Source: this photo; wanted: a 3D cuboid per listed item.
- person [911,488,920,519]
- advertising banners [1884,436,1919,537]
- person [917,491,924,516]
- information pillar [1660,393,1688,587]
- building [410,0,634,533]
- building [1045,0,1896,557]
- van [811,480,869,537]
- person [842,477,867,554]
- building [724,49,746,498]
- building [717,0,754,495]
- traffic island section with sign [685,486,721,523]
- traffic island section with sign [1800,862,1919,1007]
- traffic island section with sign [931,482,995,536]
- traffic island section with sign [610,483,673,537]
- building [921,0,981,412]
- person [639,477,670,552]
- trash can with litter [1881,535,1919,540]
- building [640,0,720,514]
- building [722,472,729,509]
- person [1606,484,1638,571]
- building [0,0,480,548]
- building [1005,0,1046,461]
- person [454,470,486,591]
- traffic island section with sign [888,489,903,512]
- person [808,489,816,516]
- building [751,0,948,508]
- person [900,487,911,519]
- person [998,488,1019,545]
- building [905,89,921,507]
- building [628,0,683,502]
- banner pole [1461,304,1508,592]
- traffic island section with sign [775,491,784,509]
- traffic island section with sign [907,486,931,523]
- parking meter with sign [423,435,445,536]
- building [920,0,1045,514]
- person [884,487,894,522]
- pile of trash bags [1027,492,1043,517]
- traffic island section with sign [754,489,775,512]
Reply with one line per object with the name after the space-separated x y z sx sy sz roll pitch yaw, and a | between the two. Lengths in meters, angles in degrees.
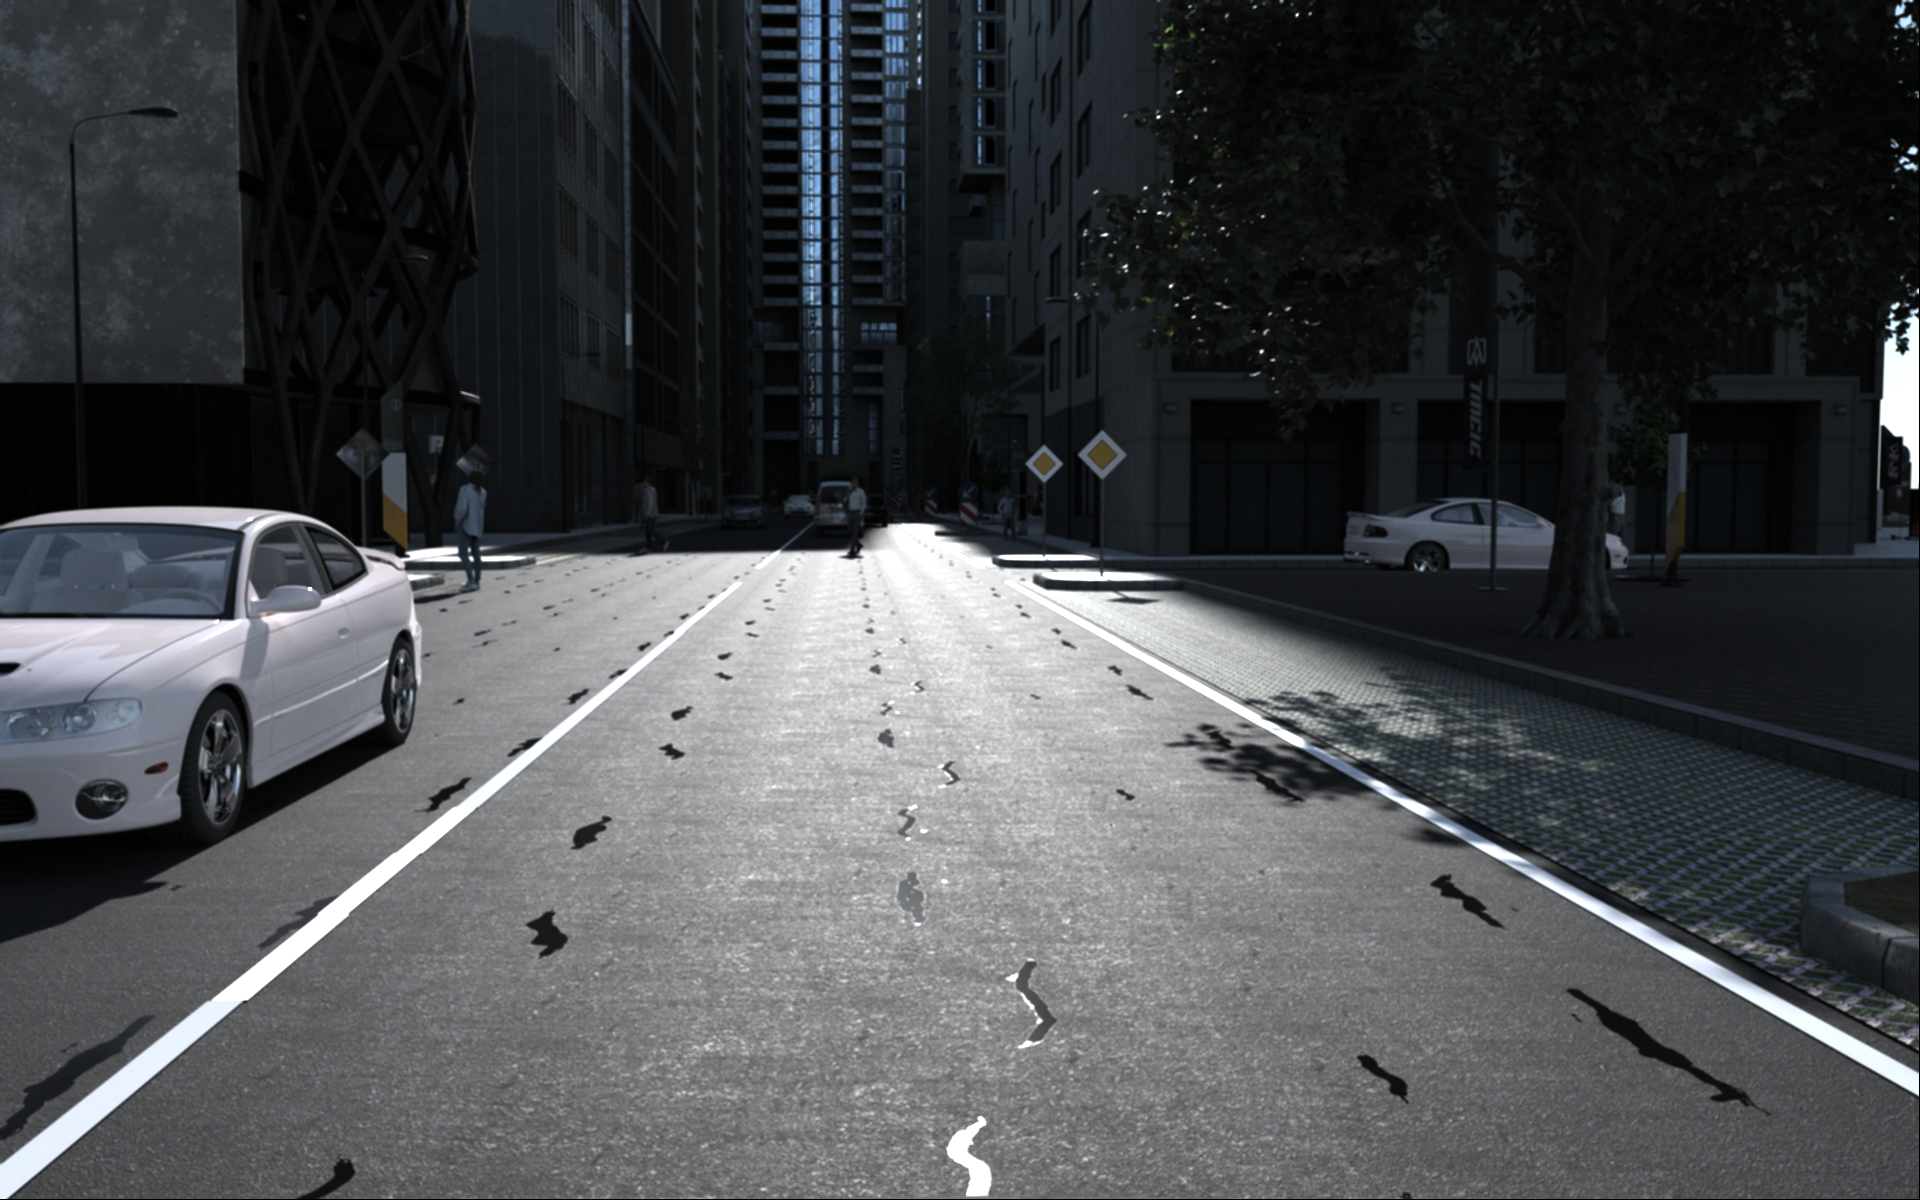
-2.389 -5.338 96.021 0.529 1.795 0.600 -2 4 -34 | person
28.789 -3.409 51.918 0.090 3.025 2.074 -3 5 -45 | advertising banners
-2.594 -6.177 110.956 0.593 1.643 0.415 -1 4 -11 | person
9.858 -1.985 23.816 0.183 3.616 0.504 0 4 3 | information pillar
-19.751 -15.136 65.504 12.078 24.808 19.932 0 4 -4 | building
13.507 -37.042 43.882 20.611 71.187 20.563 0 4 -4 | building
-4.101 -3.178 58.967 2.013 2.044 4.112 0 4 -3 | van
-2.549 -2.016 41.556 0.679 1.850 0.850 2 4 25 | person
-26.728 -28.793 154.356 14.154 41.232 14.086 0 4 -4 | building
-35.031 -38.562 172.495 28.212 58.520 21.231 0 4 -4 | building
-12.551 -4.728 85.930 1.989 1.847 2.006 0 4 -4 | traffic island section with sign
3.643 0.222 4.998 1.989 1.847 2.006 0 4 -4 | traffic island section with sign
0.134 -3.111 59.487 1.989 1.847 2.006 0 4 -4 | traffic island section with sign
-10.823 -3.083 59.030 1.989 1.847 2.006 0 4 -4 | traffic island section with sign
6.931 -37.648 157.545 21.231 58.520 28.212 0 4 -4 | building
-7.539 -2.099 42.662 0.795 1.843 0.661 0 4 -1 | person
26.878 -2.306 48.754 2.233 1.210 1.678 0 4 -4 | trash can with litter
-23.500 -26.393 115.121 14.154 41.232 14.086 0 4 -4 | building
-34.549 -27.032 133.857 32.217 40.220 23.993 0 4 -4 | building
12.065 -1.427 31.930 0.850 1.850 0.679 2 4 34 | person
-20.657 -10.655 41.659 16.820 18.784 16.811 0 4 -4 | building
16.625 -30.000 79.733 28.713 52.752 27.495 0 4 -4 | building
-7.270 -1.040 25.774 0.793 1.790 0.793 0 4 -8 | person
-4.848 -7.848 136.946 1.989 1.847 2.006 0 4 -4 | traffic island section with sign
-9.480 -6.245 111.129 0.750 1.759 0.617 0 4 6 | person
-17.770 -54.430 202.601 31.000 86.520 22.319 0 4 -4 | building
-3.179 -5.499 98.530 0.853 1.813 0.709 -3 4 -38 | person
1.350 -2.344 48.632 0.589 1.601 0.330 0 4 -5 | person
1.344 -30.296 178.940 14.154 41.232 14.086 0 4 -4 | building
-22.431 -18.014 88.044 14.314 27.812 24.014 0 4 -4 | building
6.975 -2.023 23.085 0.401 3.779 0.863 -2 4 -24 | banner pole
-17.571 -9.496 163.884 1.989 1.847 2.006 0 4 -4 | traffic island section with sign
-1.595 -4.756 86.386 1.989 1.847 2.006 0 4 -4 | traffic island section with sign
-15.833 -3.412 52.049 0.543 3.016 1.738 -2 4 -27 | parking meter with sign
8.602 -49.783 126.625 22.319 86.520 31.000 0 4 -4 | building
-3.604 -4.826 87.498 0.778 1.811 0.616 3 4 38 | person
4.975 -5.606 101.402 1.912 1.369 3.447 2 4 31 | pile of trash bags
-15.807 -7.824 136.544 1.989 1.847 2.006 0 4 -4 | traffic island section with sign
